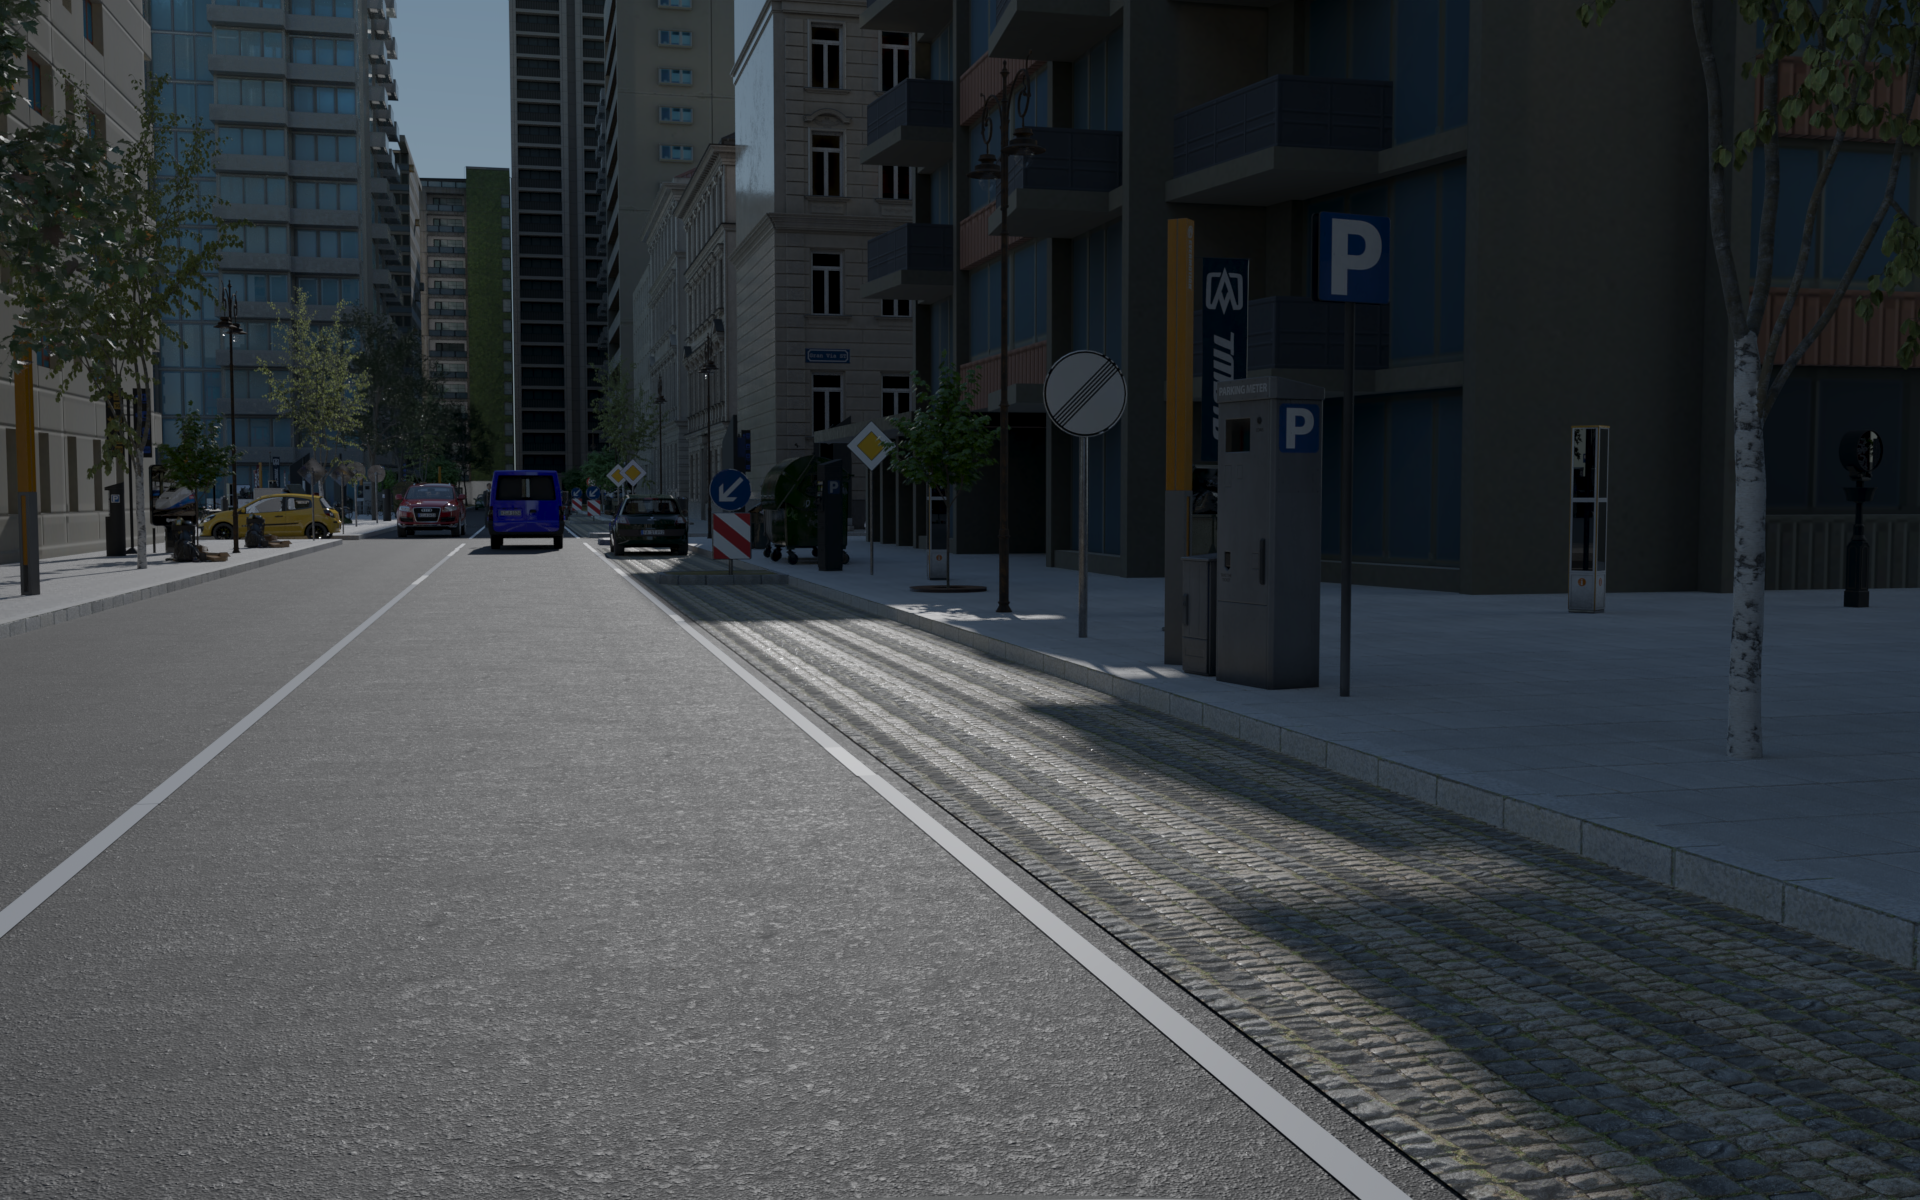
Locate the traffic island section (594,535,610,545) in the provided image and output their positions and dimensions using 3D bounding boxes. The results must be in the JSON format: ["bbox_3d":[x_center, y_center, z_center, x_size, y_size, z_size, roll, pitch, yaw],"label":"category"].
[{"bbox_3d":[-9.334,-1.675,49.668,2.009,0.180,2.903,-1,4,-14],"label":"traffic island section"}]

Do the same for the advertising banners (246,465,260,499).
[{"bbox_3d":[-41.600,-6.471,101.989,0.090,3.025,2.074,0,4,-1],"label":"advertising banners"}]

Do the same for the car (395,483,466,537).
[{"bbox_3d":[-18.040,-3.092,59.220,2.281,1.827,5.304,-1,4,-13],"label":"car"}]

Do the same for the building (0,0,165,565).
[{"bbox_3d":[-31.642,-11.201,28.172,28.899,21.520,27.650,-1,4,-14],"label":"building"}]

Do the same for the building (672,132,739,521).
[{"bbox_3d":[-7.953,-13.487,85.140,10.561,19.102,19.286,-1,4,-14],"label":"building"}]

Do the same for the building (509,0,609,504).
[{"bbox_3d":[-47.201,-48.048,223.833,20.611,71.187,20.563,-1,4,-14],"label":"building"}]

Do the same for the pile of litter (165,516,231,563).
[{"bbox_3d":[-14.609,-1.175,33.171,1.176,0.858,1.719,-1,4,-20],"label":"pile of litter"}]

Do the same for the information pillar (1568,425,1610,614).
[{"bbox_3d":[6.782,-0.868,18.689,0.304,2.012,0.304,3,5,41],"label":"information pillar"}]

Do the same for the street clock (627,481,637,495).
[{"bbox_3d":[-15.658,-4.779,82.706,0.471,2.002,0.358,-1,4,-14],"label":"street clock"}]

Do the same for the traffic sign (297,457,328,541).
[{"bbox_3d":[-17.744,-2.683,47.504,0.795,2.450,0.064,-1,4,-14],"label":"traffic sign"}]

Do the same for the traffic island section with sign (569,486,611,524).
[{"bbox_3d":[-17.590,-4.519,82.509,1.989,1.847,2.006,-1,4,-14],"label":"traffic island section with sign"}]

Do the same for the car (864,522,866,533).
[{"bbox_3d":[-0.713,-2.690,56.338,4.827,1.381,2.083,-1,4,-14],"label":"car"}]

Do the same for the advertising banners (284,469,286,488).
[{"bbox_3d":[-47.511,-7.711,122.268,0.090,3.025,2.074,-2,4,-30],"label":"advertising banners"}]

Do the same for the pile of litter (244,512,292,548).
[{"bbox_3d":[-16.706,-1.698,41.731,1.176,0.858,1.719,0,4,-8],"label":"pile of litter"}]

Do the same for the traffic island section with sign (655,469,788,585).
[{"bbox_3d":[-3.899,-1.186,28.019,1.989,1.847,2.006,-1,4,-14],"label":"traffic island section with sign"}]

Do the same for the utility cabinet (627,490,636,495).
[{"bbox_3d":[-16.420,-4.767,86.620,0.318,1.500,1.173,-1,4,-19],"label":"utility cabinet"}]

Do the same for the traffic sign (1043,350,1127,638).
[{"bbox_3d":[1.100,-0.936,15.414,0.768,2.556,0.104,-1,4,-10],"label":"traffic sign"}]

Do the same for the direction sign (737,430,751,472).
[{"bbox_3d":[-7.783,-4.225,61.077,0.876,3.537,0.379,-2,4,-30],"label":"direction sign"}]

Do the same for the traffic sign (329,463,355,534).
[{"bbox_3d":[-19.692,-3.156,55.249,0.795,2.450,0.064,-1,4,-14],"label":"traffic sign"}]

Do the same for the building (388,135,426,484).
[{"bbox_3d":[-68.252,-29.818,179.403,23.993,40.220,32.217,-1,4,-14],"label":"building"}]

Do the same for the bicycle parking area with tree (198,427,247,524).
[{"bbox_3d":[-34.184,-5.258,72.967,8.231,4.147,9.016,1,4,10],"label":"bicycle parking area with tree"}]

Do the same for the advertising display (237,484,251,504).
[{"bbox_3d":[-48.134,-6.794,116.296,0.974,1.923,0.123,-3,5,-39],"label":"advertising display"}]

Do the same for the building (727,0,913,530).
[{"bbox_3d":[3.773,-16.645,69.404,25.104,27.353,12.463,-1,4,-14],"label":"building"}]

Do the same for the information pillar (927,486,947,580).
[{"bbox_3d":[-0.330,-1.304,25.811,0.304,2.012,0.304,-1,4,-9],"label":"information pillar"}]

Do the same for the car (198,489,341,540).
[{"bbox_3d":[-20.671,-2.550,51.922,3.980,1.641,2.015,-1,4,-13],"label":"car"}]

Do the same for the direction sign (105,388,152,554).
[{"bbox_3d":[-17.744,-2.755,37.036,0.876,3.537,0.379,-1,4,-20],"label":"direction sign"}]

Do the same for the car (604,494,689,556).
[{"bbox_3d":[-7.484,-1.938,41.481,2.009,1.686,4.222,-1,4,-13],"label":"car"}]

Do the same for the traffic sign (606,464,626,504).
[{"bbox_3d":[-11.303,-3.284,57.330,0.795,2.450,0.064,-1,4,-14],"label":"traffic sign"}]

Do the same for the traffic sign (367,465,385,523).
[{"bbox_3d":[-25.438,-4.612,75.516,0.768,2.556,0.104,0,4,-4],"label":"traffic sign"}]

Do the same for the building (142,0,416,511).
[{"bbox_3d":[-56.855,-31.729,138.378,23.786,49.044,30.456,-1,4,-14],"label":"building"}]

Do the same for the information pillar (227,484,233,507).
[{"bbox_3d":[-51.493,-7.198,122.173,0.304,2.012,0.304,2,4,35],"label":"information pillar"}]

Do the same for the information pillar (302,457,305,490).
[{"bbox_3d":[-41.010,-7.150,108.260,0.183,3.616,0.504,-2,4,-27],"label":"information pillar"}]

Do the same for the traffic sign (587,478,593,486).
[{"bbox_3d":[-27.012,-7.774,127.204,0.768,2.556,0.104,0,4,-6],"label":"traffic sign"}]

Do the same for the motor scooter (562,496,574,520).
[{"bbox_3d":[-21.560,-5.021,94.878,0.815,1.314,1.986,-1,4,-13],"label":"motor scooter"}]

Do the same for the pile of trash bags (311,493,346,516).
[{"bbox_3d":[-35.250,-5.150,93.950,1.912,1.369,3.447,3,5,39],"label":"pile of trash bags"}]

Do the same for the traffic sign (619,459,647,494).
[{"bbox_3d":[-9.355,-2.810,49.585,0.795,2.450,0.064,-1,4,-14],"label":"traffic sign"}]

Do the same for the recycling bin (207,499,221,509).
[{"bbox_3d":[-41.629,-5.163,96.967,0.722,1.027,0.722,2,4,27],"label":"recycling bin"}]

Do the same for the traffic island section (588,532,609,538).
[{"bbox_3d":[-11.282,-2.149,57.413,2.009,0.180,2.903,-1,4,-14],"label":"traffic island section"}]

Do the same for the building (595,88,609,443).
[{"bbox_3d":[-28.074,-34.865,189.643,23.786,49.044,30.456,-1,4,-14],"label":"building"}]

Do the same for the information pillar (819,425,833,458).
[{"bbox_3d":[-4.488,-4.100,58.391,0.504,3.616,0.183,-1,4,-22],"label":"information pillar"}]

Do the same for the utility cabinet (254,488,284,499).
[{"bbox_3d":[-25.593,-3.406,64.362,1.173,1.500,0.318,-2,4,-27],"label":"utility cabinet"}]

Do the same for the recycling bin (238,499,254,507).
[{"bbox_3d":[-34.844,-4.423,84.869,0.722,1.027,0.722,1,4,9],"label":"recycling bin"}]

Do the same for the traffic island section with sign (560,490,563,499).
[{"bbox_3d":[-24.171,-6.118,108.652,1.989,1.847,2.006,-1,4,-14],"label":"traffic island section with sign"}]

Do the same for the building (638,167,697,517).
[{"bbox_3d":[-13.007,-16.479,105.587,11.583,22.565,21.152,-1,4,-14],"label":"building"}]

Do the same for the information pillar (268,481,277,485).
[{"bbox_3d":[-37.614,-5.524,94.807,0.304,2.012,0.304,1,4,19],"label":"information pillar"}]

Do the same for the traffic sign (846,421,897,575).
[{"bbox_3d":[-1.397,-1.600,27.340,0.795,2.450,0.064,-1,4,-9],"label":"traffic sign"}]

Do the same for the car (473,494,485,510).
[{"bbox_3d":[-42.559,-8.781,155.359,2.131,1.459,4.920,-1,4,-15],"label":"car"}]

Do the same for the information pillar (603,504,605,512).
[{"bbox_3d":[-25.898,-7.472,126.660,0.304,2.012,0.304,-3,4,-37],"label":"information pillar"}]

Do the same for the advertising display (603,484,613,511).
[{"bbox_3d":[-21.896,-6.325,108.624,0.974,1.923,0.123,1,4,13],"label":"advertising display"}]

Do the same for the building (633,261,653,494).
[{"bbox_3d":[-17.608,-16.481,124.224,10.420,20.320,16.860,-1,4,-14],"label":"building"}]

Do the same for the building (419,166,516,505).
[{"bbox_3d":[-63.373,-32.681,217.928,14.086,41.232,14.154,-1,4,-14],"label":"building"}]

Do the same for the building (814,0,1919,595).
[{"bbox_3d":[9.849,-23.294,35.475,22.147,44.769,28.867,-1,4,-14],"label":"building"}]

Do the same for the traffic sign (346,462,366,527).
[{"bbox_3d":[-23.703,-4.149,67.939,0.768,2.556,0.104,-1,4,-14],"label":"traffic sign"}]

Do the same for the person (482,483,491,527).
[{"bbox_3d":[-20.264,-4.079,74.558,0.474,1.900,0.648,0,4,5],"label":"person"}]

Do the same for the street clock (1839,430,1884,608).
[{"bbox_3d":[10.172,-0.919,19.597,0.471,2.002,0.358,-2,4,-27],"label":"street clock"}]

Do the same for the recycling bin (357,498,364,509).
[{"bbox_3d":[-37.740,-5.947,109.791,0.722,1.027,0.722,1,4,17],"label":"recycling bin"}]

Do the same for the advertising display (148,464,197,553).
[{"bbox_3d":[-17.235,-2.002,37.953,0.974,1.923,0.123,-3,5,-45],"label":"advertising display"}]

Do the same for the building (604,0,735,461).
[{"bbox_3d":[-19.369,-32.222,150.536,21.300,48.544,21.600,-1,4,-14],"label":"building"}]
